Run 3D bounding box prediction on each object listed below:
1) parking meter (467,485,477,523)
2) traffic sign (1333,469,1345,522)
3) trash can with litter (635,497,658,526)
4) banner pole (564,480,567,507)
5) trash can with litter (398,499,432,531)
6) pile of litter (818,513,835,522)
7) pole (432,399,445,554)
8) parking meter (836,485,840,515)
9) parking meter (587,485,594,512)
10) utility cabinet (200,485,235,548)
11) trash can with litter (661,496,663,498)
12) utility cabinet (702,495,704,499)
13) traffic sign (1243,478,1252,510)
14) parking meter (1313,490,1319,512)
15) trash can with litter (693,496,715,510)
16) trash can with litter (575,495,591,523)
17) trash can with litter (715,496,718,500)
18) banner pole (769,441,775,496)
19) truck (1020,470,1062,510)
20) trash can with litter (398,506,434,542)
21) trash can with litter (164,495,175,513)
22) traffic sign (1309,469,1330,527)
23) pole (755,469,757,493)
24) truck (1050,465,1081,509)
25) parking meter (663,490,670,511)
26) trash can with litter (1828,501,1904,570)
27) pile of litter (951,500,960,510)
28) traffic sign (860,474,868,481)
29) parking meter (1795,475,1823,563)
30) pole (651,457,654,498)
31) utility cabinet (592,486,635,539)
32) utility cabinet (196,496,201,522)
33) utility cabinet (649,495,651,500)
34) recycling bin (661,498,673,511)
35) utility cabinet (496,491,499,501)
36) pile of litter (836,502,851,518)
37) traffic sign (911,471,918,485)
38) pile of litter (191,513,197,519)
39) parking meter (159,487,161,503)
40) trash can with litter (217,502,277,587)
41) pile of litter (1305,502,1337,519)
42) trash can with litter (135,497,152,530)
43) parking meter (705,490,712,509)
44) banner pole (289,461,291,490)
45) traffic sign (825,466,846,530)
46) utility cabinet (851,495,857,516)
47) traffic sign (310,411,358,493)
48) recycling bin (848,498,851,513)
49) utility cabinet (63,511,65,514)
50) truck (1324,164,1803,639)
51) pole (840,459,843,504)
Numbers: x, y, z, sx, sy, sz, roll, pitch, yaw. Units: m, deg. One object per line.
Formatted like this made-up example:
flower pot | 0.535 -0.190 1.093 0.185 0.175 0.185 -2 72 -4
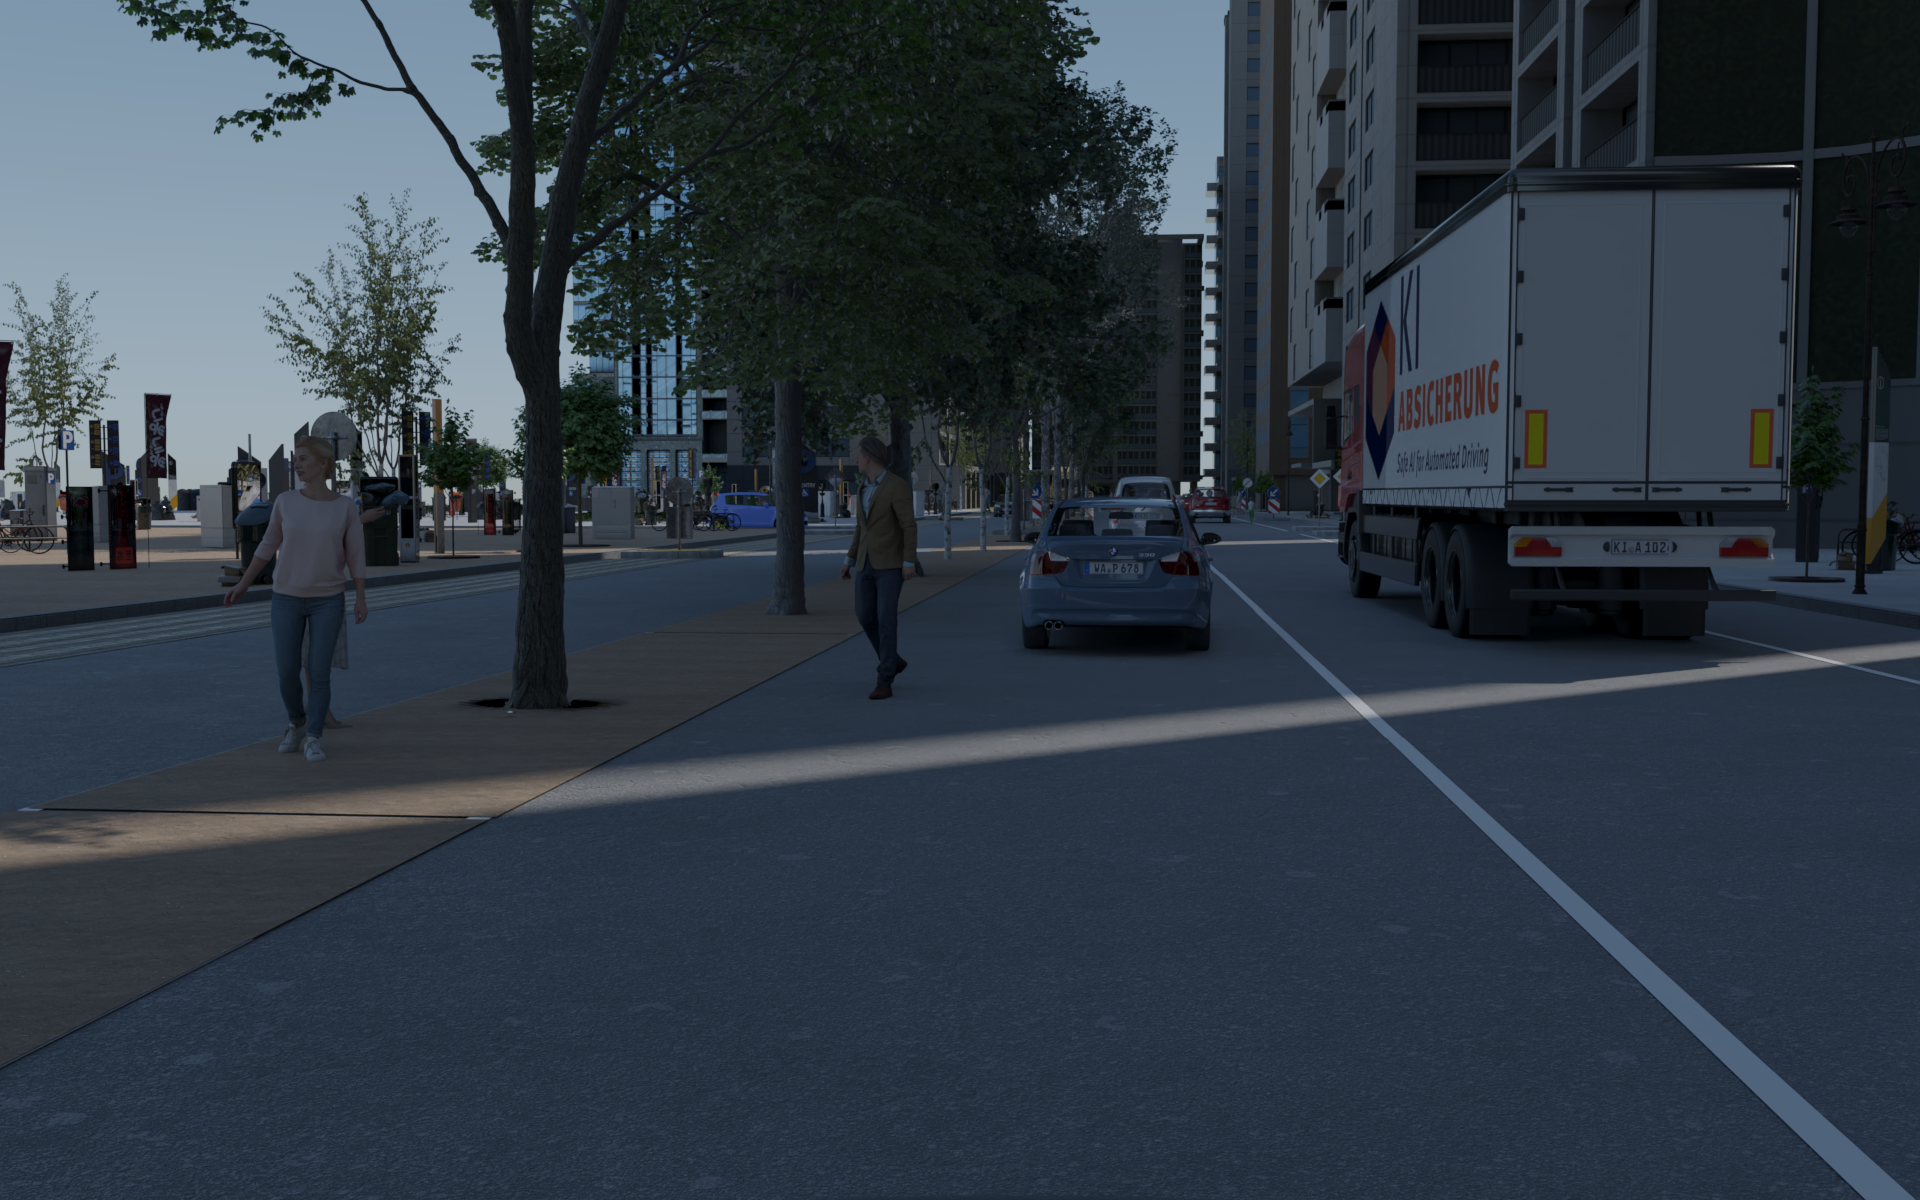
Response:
parking meter | -21.727 -4.372 77.185 0.255 1.863 0.399 3 5 40
traffic sign | 13.308 -3.449 60.027 0.795 2.450 0.064 0 4 6
trash can with litter | -12.814 -3.613 70.464 1.055 1.170 0.624 1 4 10
banner pole | -32.474 -9.258 141.382 0.401 3.779 0.863 3 5 41
trash can with litter | -19.131 -3.021 60.452 1.678 1.210 2.233 -1 4 -9
pile of litter | -6.866 -3.998 79.333 1.719 0.858 1.176 3 5 41
pole | -11.199 -2.650 37.175 0.158 3.312 0.155 0 3 0
parking meter | -7.521 -6.273 108.281 0.399 1.863 0.255 -3 5 -42
parking meter | -23.147 -6.282 108.425 0.399 1.863 0.255 -2 4 -33
utility cabinet | -17.661 -1.990 41.216 1.173 1.500 0.318 3 5 43
trash can with litter | -19.542 -6.183 112.143 2.233 1.210 1.678 0 4 5
utility cabinet | -19.369 -7.270 130.028 0.306 1.237 1.020 2 4 25
traffic sign | 22.710 -8.364 136.858 0.768 2.556 0.104 1 4 10
parking meter | 25.086 -6.947 121.997 0.372 1.533 0.369 0 3 0
trash can with litter | -14.794 -5.378 99.312 0.624 1.170 1.055 2 4 32
trash can with litter | -17.538 -3.995 76.381 2.233 1.210 1.678 -2 4 -35
trash can with litter | -18.499 -7.327 131.178 0.624 1.170 1.055 3 4 37
banner pole | -8.865 -5.639 82.217 0.401 3.779 0.863 -3 5 -44
truck | 6.605 -8.796 139.739 3.469 3.379 9.791 0 4 7
trash can with litter | -14.422 -2.119 46.036 0.624 1.170 1.055 3 5 40
trash can with litter | -52.984 -6.404 115.755 1.678 1.210 2.233 -2 4 -27
traffic sign | 14.103 -3.935 67.972 0.795 2.450 0.064 0 4 6
pole | -16.652 -9.024 141.393 0.158 3.312 0.155 0 3 0
truck | 10.129 -10.890 166.968 2.839 4.237 11.283 0 4 7
parking meter | -16.661 -5.498 98.301 0.372 1.533 0.369 0 3 0
trash can with litter | 15.214 -1.082 29.084 1.055 1.170 0.624 1 4 19
pile of litter | -0.634 -7.719 140.168 1.176 0.858 1.719 0 4 -4
traffic sign | -3.650 -4.044 69.764 0.795 2.450 0.064 0 4 6
parking meter | 15.959 -1.641 32.547 0.399 1.863 0.255 3 5 44
pole | -17.089 -6.266 96.288 0.158 3.312 0.155 0 3 0
utility cabinet | -9.874 -2.485 49.302 1.173 1.500 0.318 1 4 12
utility cabinet | -35.312 -4.246 80.587 0.306 1.237 1.020 -1 4 -18
utility cabinet | -19.106 -5.856 106.902 1.020 1.237 0.306 -3 5 -40
recycling bin | -21.159 -6.869 124.858 0.722 1.027 0.722 1 4 9
utility cabinet | -32.676 -6.890 121.329 1.173 1.500 0.318 1 4 22
pile of litter | -6.440 -4.780 92.123 1.176 0.858 1.719 3 4 36
traffic sign | -2.697 -5.885 96.329 0.768 2.556 0.104 1 4 12
pile of litter | -40.012 -4.734 91.371 1.176 0.858 1.719 0 4 -5
parking meter | -64.492 -8.170 139.288 0.255 1.863 0.399 0 4 -7
trash can with litter | -9.940 -0.792 24.342 0.624 1.170 1.055 0 4 7
pile of litter | 18.853 -4.693 90.688 1.719 0.858 1.176 2 4 33
trash can with litter | -29.423 -3.108 62.204 0.624 1.170 1.055 -3 4 -39
parking meter | -13.911 -5.347 95.840 0.372 1.533 0.369 0 3 0
banner pole | -44.942 -7.681 115.595 0.863 3.779 0.401 0 4 2
traffic sign | -4.446 -3.558 61.819 0.795 2.450 0.064 0 4 6
utility cabinet | -6.115 -5.679 104.012 0.306 1.237 1.020 3 5 41
traffic sign | -9.661 -1.628 26.723 0.768 2.556 0.104 0 4 8
recycling bin | -7.427 -6.459 118.152 0.722 1.027 0.722 1 4 13
utility cabinet | -55.975 -5.992 109.124 1.020 1.237 0.306 -2 4 -29
truck | 6.338 -1.928 20.436 2.839 4.237 11.283 0 4 4
pole | -6.878 -6.517 100.397 0.158 3.312 0.155 0 3 0
